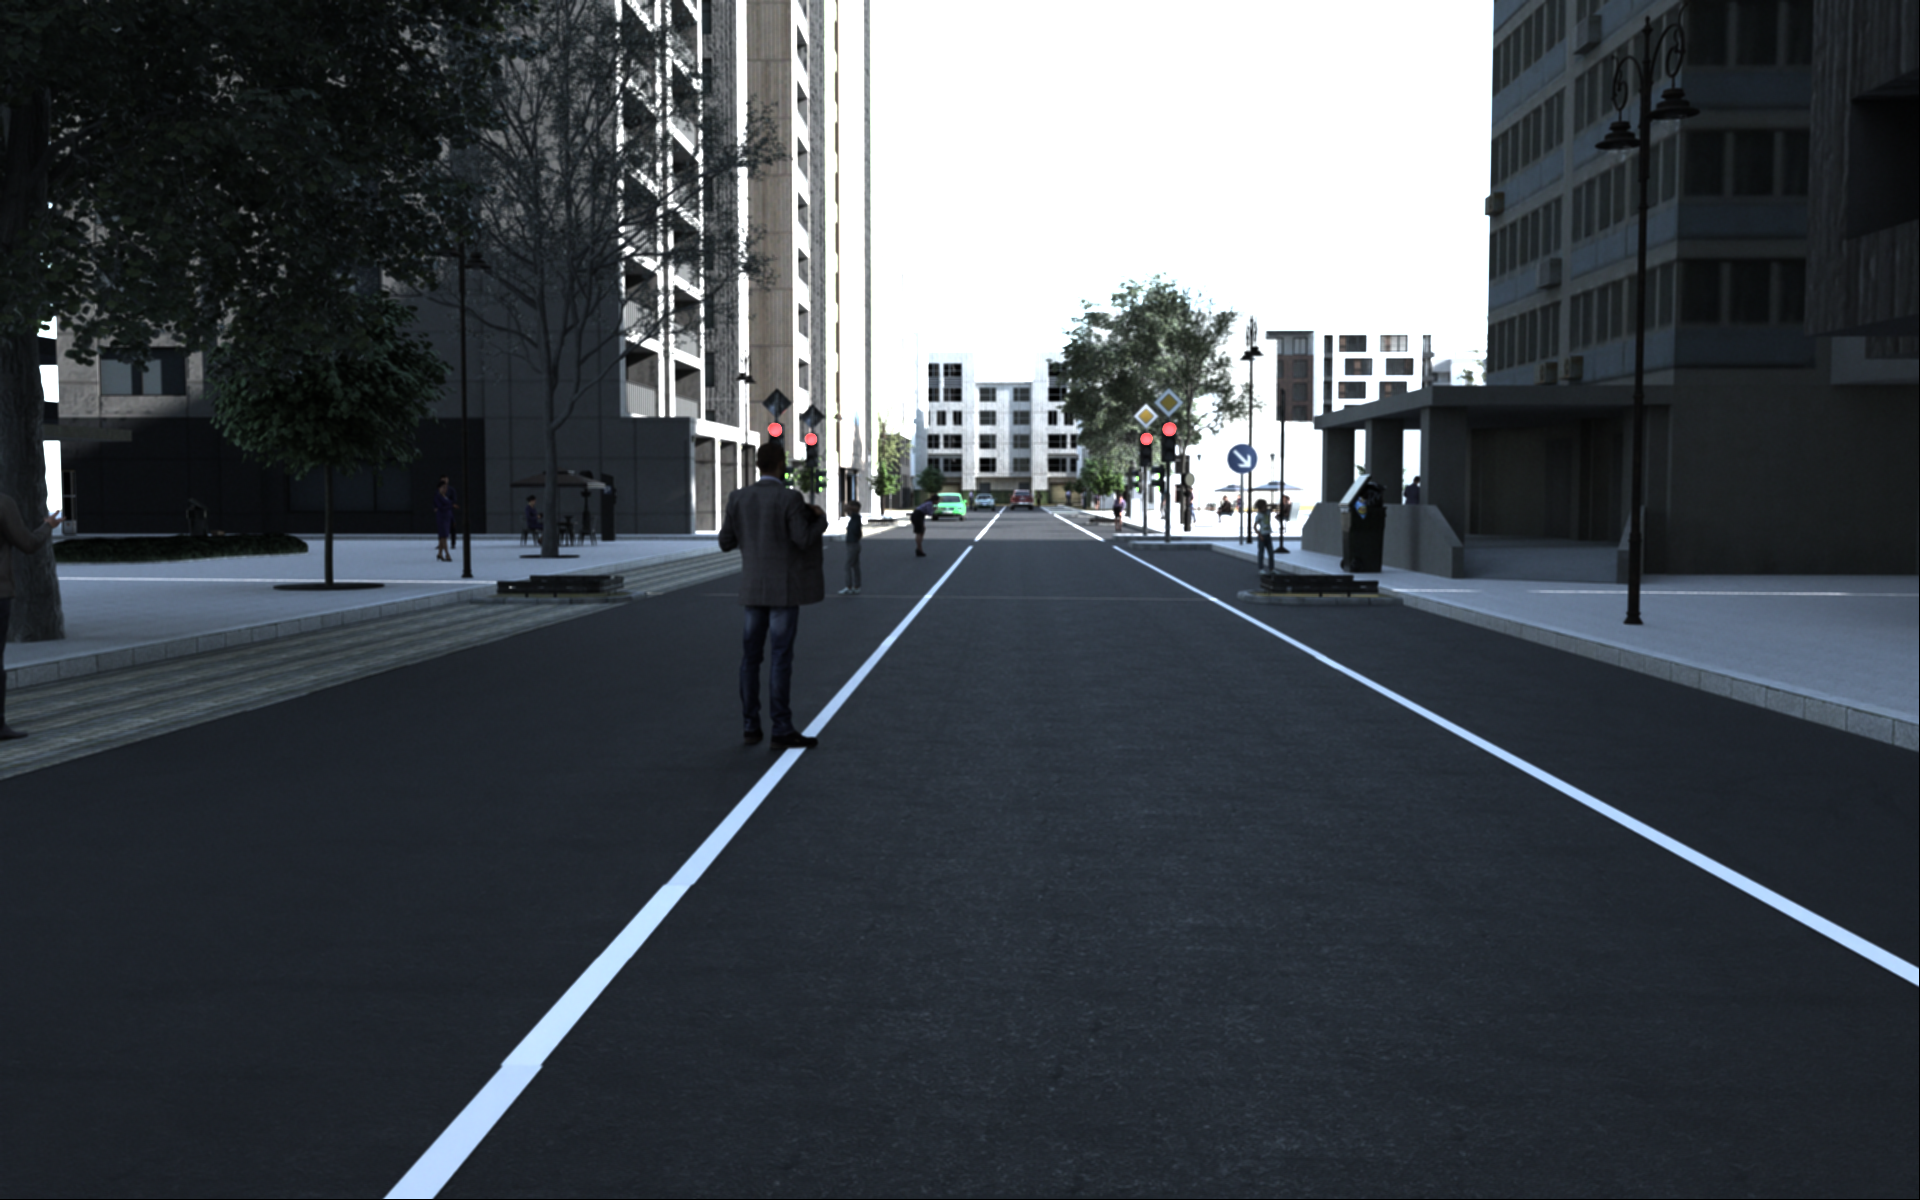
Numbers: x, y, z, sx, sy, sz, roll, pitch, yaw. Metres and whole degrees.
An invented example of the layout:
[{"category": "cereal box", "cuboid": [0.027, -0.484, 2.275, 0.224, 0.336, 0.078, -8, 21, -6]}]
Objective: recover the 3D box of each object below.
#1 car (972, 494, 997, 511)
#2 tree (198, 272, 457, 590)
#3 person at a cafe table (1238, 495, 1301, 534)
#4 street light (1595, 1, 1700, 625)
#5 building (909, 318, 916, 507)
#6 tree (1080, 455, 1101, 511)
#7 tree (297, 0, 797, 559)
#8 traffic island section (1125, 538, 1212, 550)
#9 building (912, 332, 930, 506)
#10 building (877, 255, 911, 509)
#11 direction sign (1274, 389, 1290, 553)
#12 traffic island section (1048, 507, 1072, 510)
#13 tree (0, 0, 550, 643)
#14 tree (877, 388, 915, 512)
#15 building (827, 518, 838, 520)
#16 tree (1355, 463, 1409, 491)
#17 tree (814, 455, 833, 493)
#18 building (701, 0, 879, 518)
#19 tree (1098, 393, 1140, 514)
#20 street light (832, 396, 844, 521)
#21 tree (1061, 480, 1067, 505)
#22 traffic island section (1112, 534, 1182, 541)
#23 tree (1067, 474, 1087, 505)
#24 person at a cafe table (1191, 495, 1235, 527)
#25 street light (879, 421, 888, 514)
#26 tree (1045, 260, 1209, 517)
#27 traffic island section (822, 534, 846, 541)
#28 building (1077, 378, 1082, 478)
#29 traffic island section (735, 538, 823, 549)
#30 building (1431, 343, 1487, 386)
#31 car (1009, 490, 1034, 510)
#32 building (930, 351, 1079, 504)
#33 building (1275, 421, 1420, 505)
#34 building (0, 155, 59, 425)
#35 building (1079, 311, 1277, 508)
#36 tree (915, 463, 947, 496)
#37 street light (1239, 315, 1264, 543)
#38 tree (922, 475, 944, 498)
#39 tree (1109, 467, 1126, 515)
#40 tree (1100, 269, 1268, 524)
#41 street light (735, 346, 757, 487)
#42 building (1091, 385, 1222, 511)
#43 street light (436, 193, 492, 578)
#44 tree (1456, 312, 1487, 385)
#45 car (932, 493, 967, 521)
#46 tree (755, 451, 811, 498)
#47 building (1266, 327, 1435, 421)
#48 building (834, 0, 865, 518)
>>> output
[{"category": "car", "cuboid": [2.088, -8.339, 148.145, 2.131, 1.459, 4.920, 0, 4, 1]}, {"category": "tree", "cuboid": [-8.606, -2.436, 23.540, 4.285, 4.588, 4.351, 0, 3, 0]}, {"category": "person at a cafe table", "cuboid": [10.279, -2.783, 56.368, 1.698, 1.238, 1.726, -3, 4, -38]}, {"category": "street light", "cuboid": [6.649, -2.699, 16.925, 0.468, 5.910, 1.993, 0, 4, 2]}, {"category": "building", "cuboid": [-12.310, -19.074, 168.279, 16.016, 20.091, 11.380, 0, 4, 2]}, {"category": "tree", "cuboid": [10.427, -8.921, 129.577, 4.285, 4.588, 4.351, 0, 3, 0]}, {"category": "tree", "cuboid": [-8.120, -7.595, 34.548, 12.009, 13.543, 11.850, 0, 3, 0]}, {"category": "traffic island section", "cuboid": [5.524, -1.445, 45.901, 2.009, 0.180, 2.903, 0, 4, 2]}, {"category": "building", "cuboid": [-19.840, -20.249, 197.524, 31.486, 18.905, 16.747, 0, 4, 2]}, {"category": "building", "cuboid": [-19.067, -18.486, 146.223, 27.936, 21.610, 32.646, 0, 4, 2]}, {"category": "direction sign", "cuboid": [7.004, -2.792, 37.645, 0.379, 3.537, 0.876, 1, 4, 14]}, {"category": "traffic island section", "cuboid": [9.091, -8.121, 155.649, 1.991, 0.108, 1.994, 0, 4, 2]}, {"category": "tree", "cuboid": [-8.151, -6.619, 14.875, 9.857, 13.997, 8.962, 0, 3, 0]}, {"category": "tree", "cuboid": [-5.524, -10.465, 121.464, 4.737, 8.622, 4.395, 0, 3, 0]}, {"category": "building", "cuboid": [-13.533, -24.347, 81.661, 14.154, 41.232, 14.086, 0, 4, 2]}, {"category": "tree", "cuboid": [14.183, -3.948, 59.149, 1.663, 3.219, 1.824, 0, 3, 0]}, {"category": "tree", "cuboid": [-6.209, -4.738, 72.071, 1.663, 3.219, 1.824, 0, 3, 0]}, {"category": "building", "cuboid": [-12.763, -26.073, 109.883, 14.154, 41.232, 14.086, 0, 4, 2]}, {"category": "tree", "cuboid": [10.036, -9.885, 111.980, 4.360, 8.622, 3.978, 0, 3, 0]}, {"category": "street light", "cuboid": [-5.741, -6.673, 81.891, 0.468, 5.910, 1.993, 0, 4, 2]}, {"category": "tree", "cuboid": [13.081, -12.921, 205.867, 1.663, 3.219, 1.824, 0, 3, 0]}, {"category": "traffic island section", "cuboid": [5.784, -1.933, 53.882, 2.009, 0.180, 2.903, 0, 4, 2]}, {"category": "tree", "cuboid": [11.617, -10.546, 167.020, 1.663, 3.219, 1.824, 0, 3, 0]}, {"category": "person at a cafe table", "cuboid": [10.054, -3.541, 68.751, 1.726, 1.238, 1.698, 1, 4, 8]}, {"category": "street light", "cuboid": [-4.815, -8.355, 109.384, 0.468, 5.910, 1.993, 0, 4, 2]}, {"category": "tree", "cuboid": [9.558, -11.607, 96.424, 9.857, 13.997, 8.962, 0, 3, 0]}, {"category": "traffic island section", "cuboid": [-4.632, -1.954, 54.224, 2.009, 0.180, 2.903, 0, 4, 2]}, {"category": "building", "cuboid": [21.431, -20.862, 197.513, 16.016, 20.091, 11.380, 0, 4, 2]}, {"category": "traffic island section", "cuboid": [-4.891, -1.466, 46.243, 2.009, 0.180, 2.903, 0, 4, 2]}, {"category": "building", "cuboid": [63.909, -22.231, 219.891, 11.380, 20.091, 16.016, 0, 4, 2]}, {"category": "car", "cuboid": [5.600, -9.116, 157.719, 2.281, 1.827, 5.304, 0, 3, 0]}, {"category": "building", "cuboid": [9.481, -21.770, 222.392, 31.486, 18.905, 16.747, 0, 4, 2]}, {"category": "building", "cuboid": [47.452, -15.717, 199.122, 28.070, 9.664, 9.099, 0, 4, 2]}, {"category": "building", "cuboid": [-43.066, -25.193, 62.020, 14.200, 45.320, 14.600, 0, 4, 2]}, {"category": "building", "cuboid": [21.406, -18.941, 176.147, 16.747, 18.905, 31.486, 0, 4, 2]}, {"category": "tree", "cuboid": [-2.940, -12.168, 182.656, 4.285, 4.588, 4.351, 0, 3, 0]}, {"category": "street light", "cuboid": [7.537, -4.412, 44.930, 0.468, 5.910, 1.993, 0, 4, 2]}, {"category": "tree", "cuboid": [-2.807, -11.755, 186.791, 1.663, 3.219, 1.824, 0, 3, 0]}, {"category": "tree", "cuboid": [9.821, -6.888, 107.224, 1.663, 3.219, 1.824, 0, 3, 0]}, {"category": "tree", "cuboid": [9.139, -8.461, 72.753, 7.601, 10.594, 8.767, -3, 5, -39]}, {"category": "street light", "cuboid": [-6.708, -4.992, 54.400, 0.468, 5.910, 1.993, 0, 4, 2]}, {"category": "building", "cuboid": [16.134, -12.521, 146.861, 9.099, 9.664, 28.070, 0, 4, 2]}, {"category": "street light", "cuboid": [-7.555, -3.278, 26.377, 0.468, 5.910, 1.993, 0, 4, 2]}, {"category": "tree", "cuboid": [20.302, -6.909, 63.324, 4.737, 8.622, 4.395, 0, 3, 0]}, {"category": "car", "cuboid": [-0.595, -5.209, 93.964, 1.959, 1.807, 4.718, 0, 4, 2]}, {"category": "tree", "cuboid": [-6.973, -4.447, 67.307, 1.663, 3.219, 1.824, 0, 3, 0]}, {"category": "building", "cuboid": [42.092, -23.378, 226.211, 32.646, 21.610, 27.936, 0, 4, 2]}, {"category": "building", "cuboid": [-12.839, -27.249, 95.637, 14.600, 45.320, 14.200, 0, 4, 2]}]
